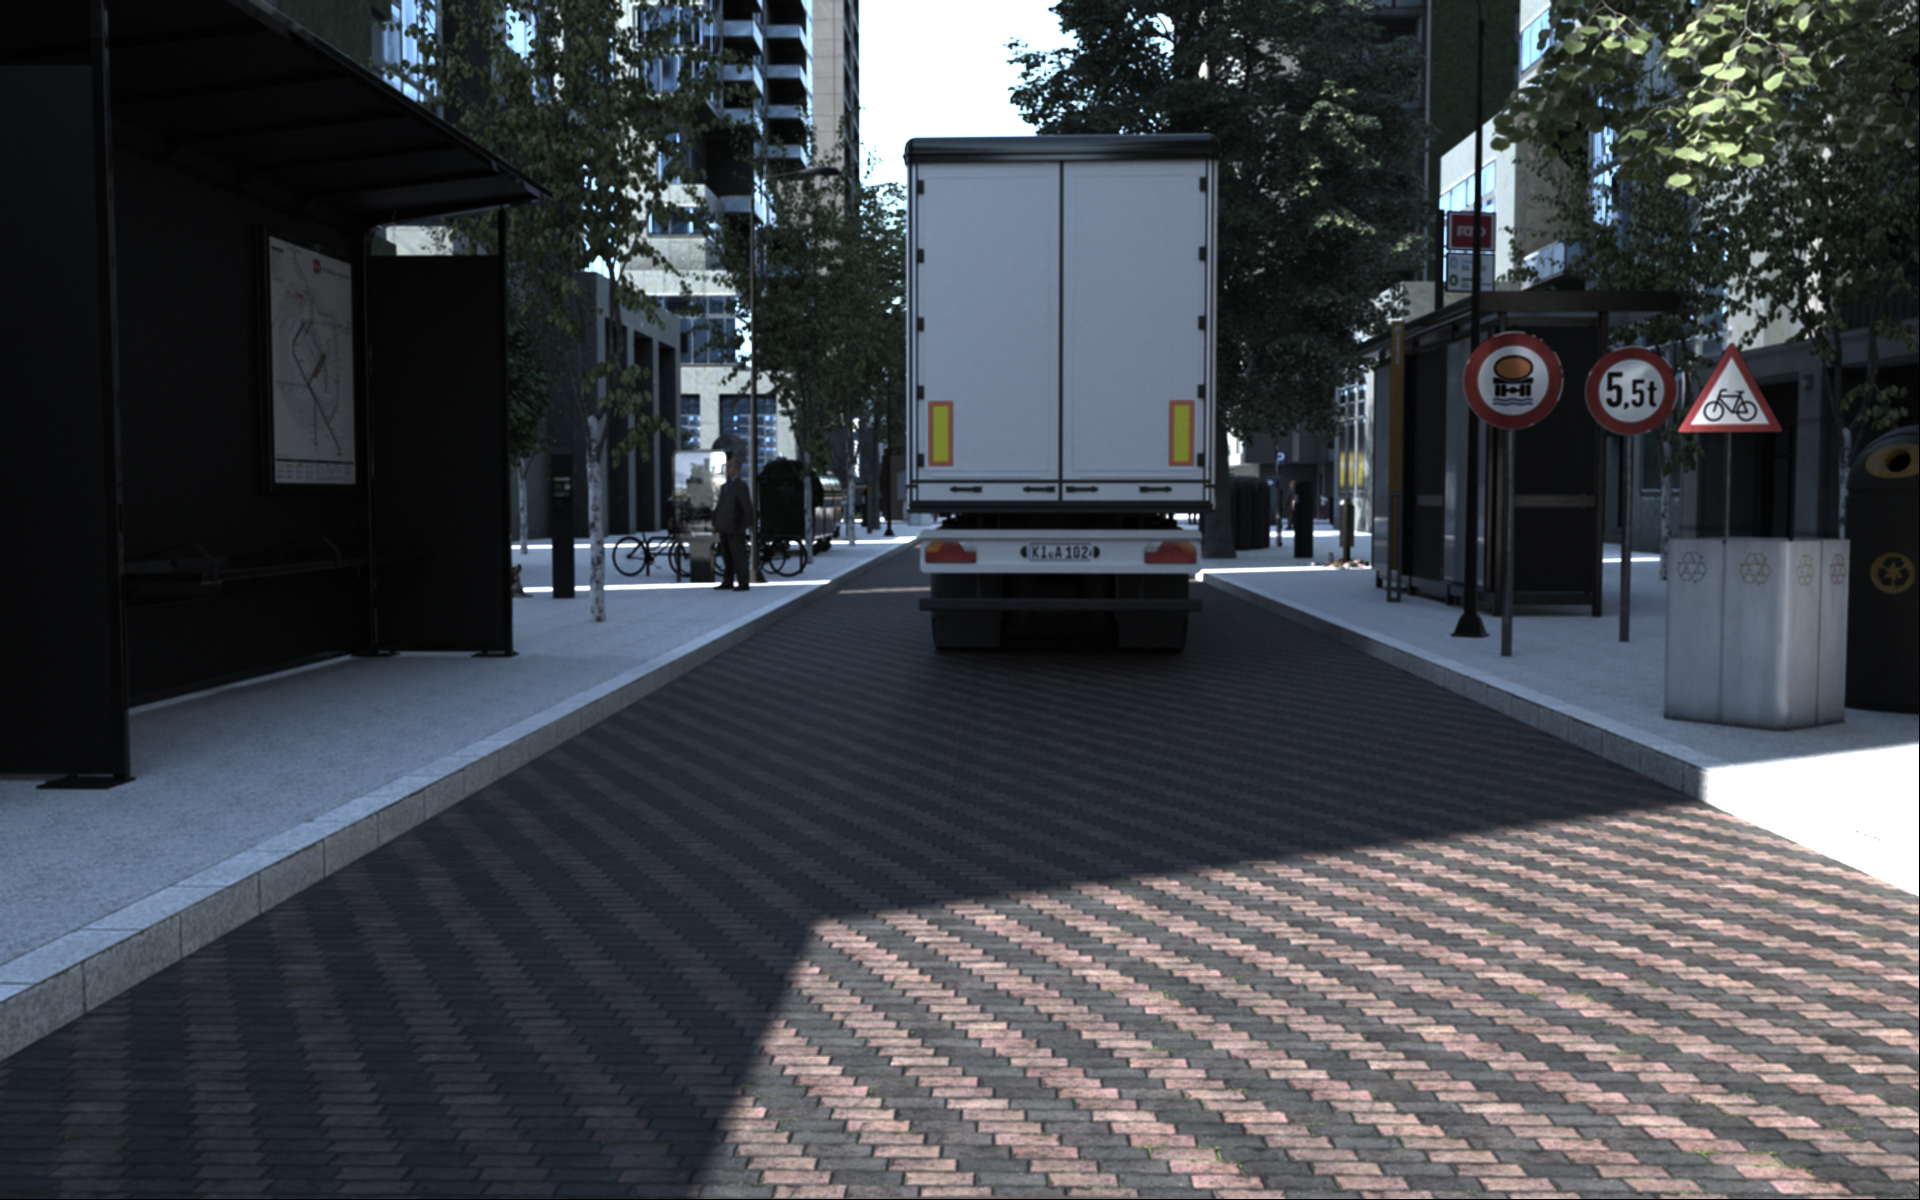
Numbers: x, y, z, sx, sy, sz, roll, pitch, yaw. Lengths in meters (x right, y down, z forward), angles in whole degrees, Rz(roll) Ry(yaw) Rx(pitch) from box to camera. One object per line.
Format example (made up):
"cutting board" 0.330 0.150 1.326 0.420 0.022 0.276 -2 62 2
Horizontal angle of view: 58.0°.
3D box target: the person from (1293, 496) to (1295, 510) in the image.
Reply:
"person" 11.417 -3.060 58.287 0.569 1.553 0.471 3 5 39

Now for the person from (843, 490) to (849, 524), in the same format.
"person" -4.943 -4.135 76.249 0.789 1.805 0.875 2 4 24

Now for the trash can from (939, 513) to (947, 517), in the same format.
"trash can" -0.884 -5.226 97.102 0.748 1.137 0.748 0 3 0

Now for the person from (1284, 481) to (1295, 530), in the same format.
"person" 11.864 -3.402 62.217 0.434 1.755 0.990 3 5 41

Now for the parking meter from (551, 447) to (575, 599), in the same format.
"parking meter" -4.897 -0.957 21.361 0.255 1.863 0.399 -1 4 -11

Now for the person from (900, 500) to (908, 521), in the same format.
"person" -2.574 -4.624 81.801 0.789 1.805 0.875 1 4 13

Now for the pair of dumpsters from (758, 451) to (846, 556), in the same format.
"pair of dumpsters" -3.522 -2.153 37.695 1.574 2.255 4.437 0 4 1

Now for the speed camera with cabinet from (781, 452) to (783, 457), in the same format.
"speed camera with cabinet" -8.188 -5.297 80.939 0.660 3.252 2.038 0 4 -1

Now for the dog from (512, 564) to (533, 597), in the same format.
"dog" -5.609 -0.247 21.769 0.550 0.427 0.748 0 4 -6

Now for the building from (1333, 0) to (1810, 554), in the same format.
"building" 24.426 -44.787 44.947 22.319 86.520 31.000 0 4 1

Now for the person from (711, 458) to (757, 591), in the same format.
"person" -3.046 -1.010 23.103 0.434 1.755 0.990 -3 4 -38

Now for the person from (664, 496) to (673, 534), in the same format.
"person" -9.254 -2.856 55.964 0.421 1.427 0.697 3 5 42

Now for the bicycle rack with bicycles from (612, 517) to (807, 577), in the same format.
"bicycle rack with bicycles" -3.650 -0.860 27.444 2.925 0.926 2.852 2 4 26

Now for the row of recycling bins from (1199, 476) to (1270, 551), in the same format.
"row of recycling bins" 6.445 -2.028 40.273 1.069 1.692 3.534 2 4 26

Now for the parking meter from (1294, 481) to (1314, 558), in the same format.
"parking meter" 6.934 -1.621 34.920 0.372 1.533 0.369 0 3 0

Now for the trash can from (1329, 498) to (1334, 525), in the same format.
"trash can" 15.561 -3.657 71.442 0.748 1.137 0.748 0 3 0

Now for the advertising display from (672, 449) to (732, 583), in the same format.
"advertising display" -3.732 -1.214 25.059 0.974 1.923 0.123 2 4 27

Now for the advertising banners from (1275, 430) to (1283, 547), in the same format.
"advertising banners" 7.856 -2.845 42.705 0.090 3.025 2.074 0 4 7

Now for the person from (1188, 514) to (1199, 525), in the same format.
"person" 9.832 -4.037 72.489 0.568 1.767 0.683 2 4 31

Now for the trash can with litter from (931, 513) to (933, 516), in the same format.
"trash can with litter" -2.448 -5.438 99.970 2.233 1.210 1.678 1 4 8

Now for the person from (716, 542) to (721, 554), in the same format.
"person" -5.079 -1.849 37.189 0.541 1.710 0.530 -1 4 -20

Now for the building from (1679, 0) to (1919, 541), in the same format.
"building" 23.370 -35.561 19.676 20.563 71.187 20.611 0 4 1

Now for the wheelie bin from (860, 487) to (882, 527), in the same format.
"wheelie bin" -3.476 -3.676 68.009 0.693 1.594 0.980 2 4 28

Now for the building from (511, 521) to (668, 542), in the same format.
"building" -25.947 -45.100 50.064 31.000 86.520 22.319 0 4 1

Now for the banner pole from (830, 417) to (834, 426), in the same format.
"banner pole" -3.962 -4.067 56.514 0.863 3.779 0.401 1 4 20

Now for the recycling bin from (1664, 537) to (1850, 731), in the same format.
"recycling bin" 4.506 0.168 9.808 0.722 1.027 0.722 -3 4 -37

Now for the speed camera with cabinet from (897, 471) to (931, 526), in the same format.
"speed camera with cabinet" -1.868 -4.662 70.563 0.660 3.252 2.038 2 4 25

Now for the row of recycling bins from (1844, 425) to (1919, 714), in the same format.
"row of recycling bins" 6.089 -0.122 9.115 1.069 1.692 3.534 -1 4 -13

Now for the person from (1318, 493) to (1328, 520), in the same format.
"person" 18.188 -4.698 86.760 0.435 1.345 0.340 1 4 12

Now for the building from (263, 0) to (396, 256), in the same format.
"building" -17.738 -20.873 24.871 14.154 41.232 14.086 0 4 1

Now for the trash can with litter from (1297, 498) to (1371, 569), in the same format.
"trash can with litter" 6.676 -1.194 30.577 1.678 1.210 2.233 1 4 20

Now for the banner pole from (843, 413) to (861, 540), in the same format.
"banner pole" -2.930 -3.536 47.838 0.401 3.779 0.863 -2 4 -34

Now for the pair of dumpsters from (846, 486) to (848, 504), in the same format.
"pair of dumpsters" -4.107 -2.839 48.903 1.574 2.255 4.437 0 4 2

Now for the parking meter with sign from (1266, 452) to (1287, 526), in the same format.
"parking meter with sign" 12.800 -4.566 70.915 0.543 3.016 1.738 2 4 31

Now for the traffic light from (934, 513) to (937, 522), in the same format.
"traffic light" -1.140 -5.594 80.382 0.839 4.253 0.868 0 4 1
